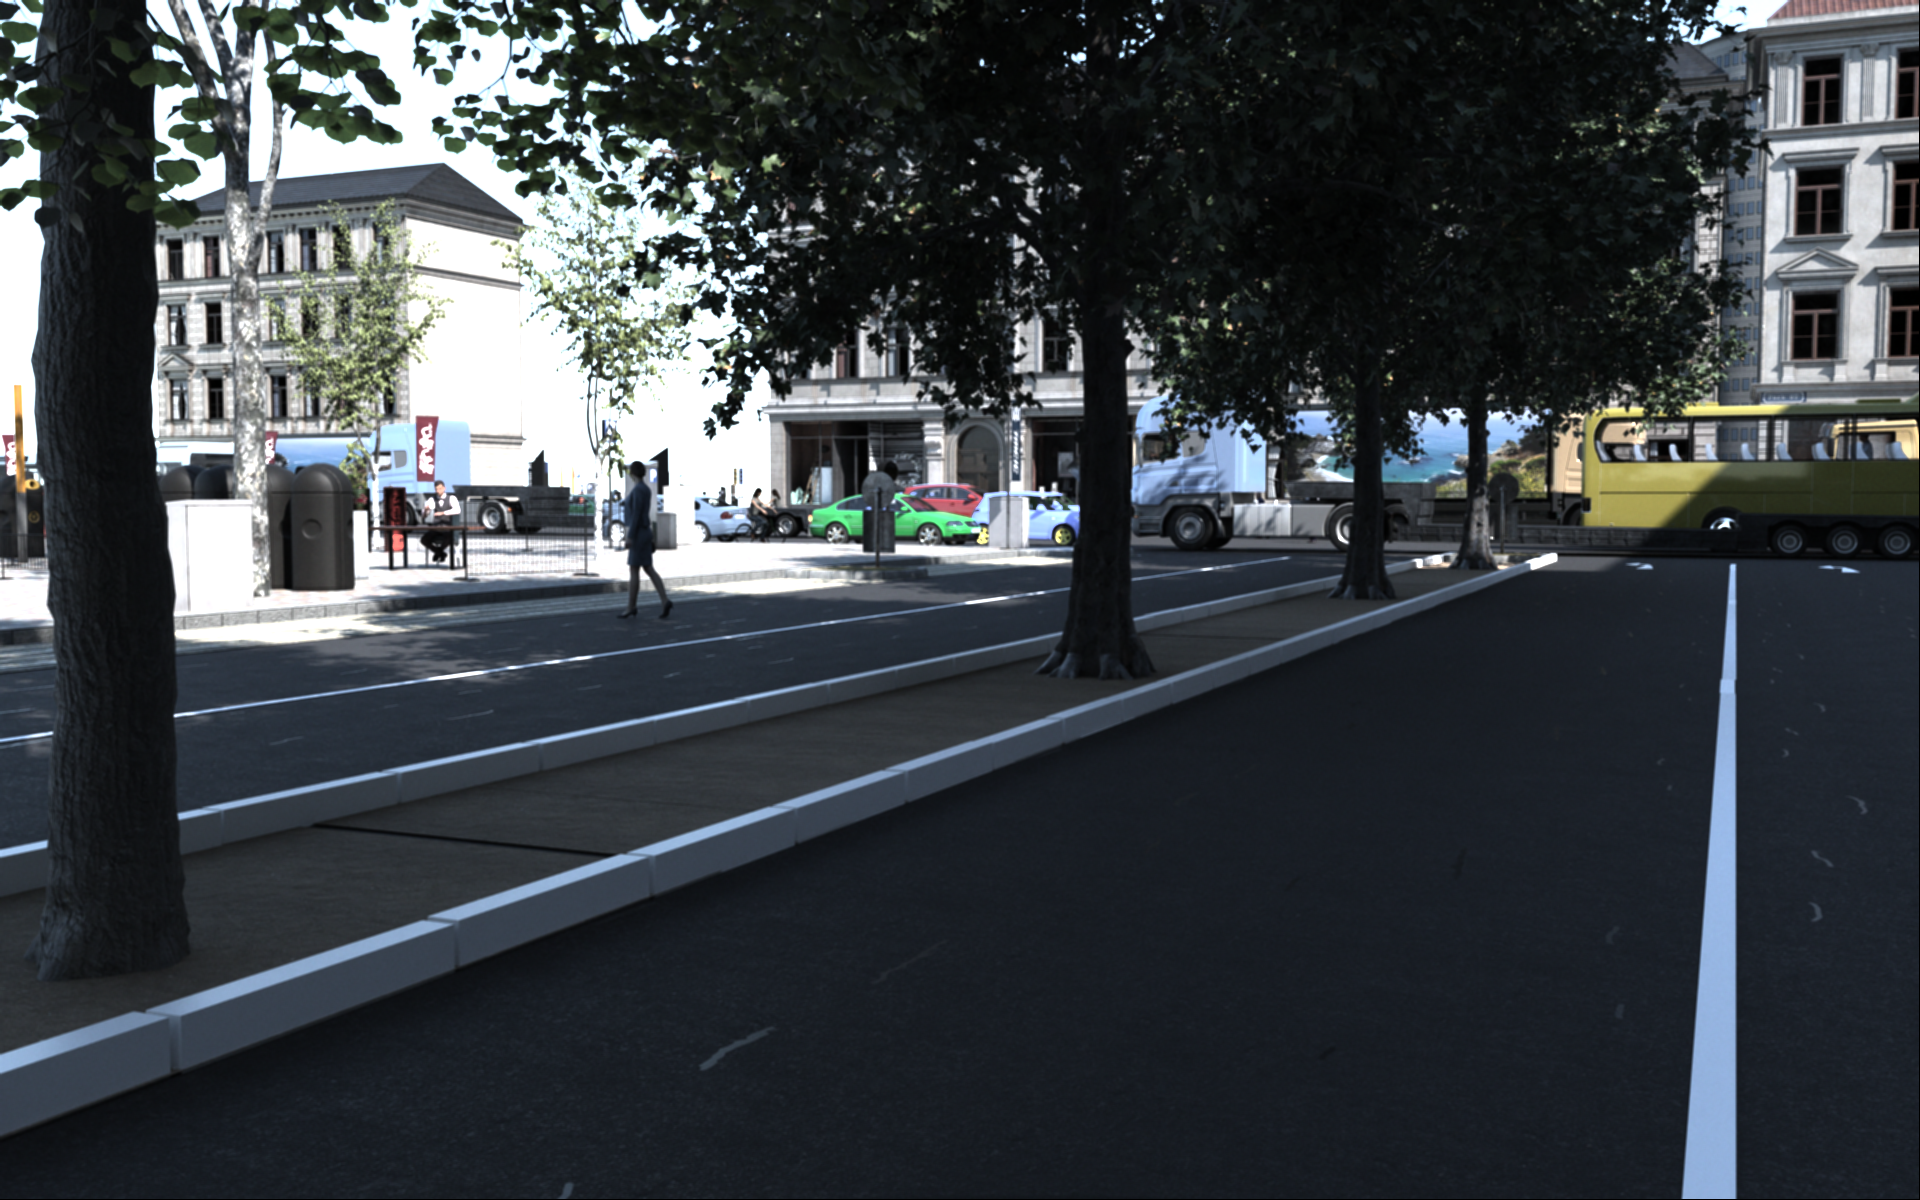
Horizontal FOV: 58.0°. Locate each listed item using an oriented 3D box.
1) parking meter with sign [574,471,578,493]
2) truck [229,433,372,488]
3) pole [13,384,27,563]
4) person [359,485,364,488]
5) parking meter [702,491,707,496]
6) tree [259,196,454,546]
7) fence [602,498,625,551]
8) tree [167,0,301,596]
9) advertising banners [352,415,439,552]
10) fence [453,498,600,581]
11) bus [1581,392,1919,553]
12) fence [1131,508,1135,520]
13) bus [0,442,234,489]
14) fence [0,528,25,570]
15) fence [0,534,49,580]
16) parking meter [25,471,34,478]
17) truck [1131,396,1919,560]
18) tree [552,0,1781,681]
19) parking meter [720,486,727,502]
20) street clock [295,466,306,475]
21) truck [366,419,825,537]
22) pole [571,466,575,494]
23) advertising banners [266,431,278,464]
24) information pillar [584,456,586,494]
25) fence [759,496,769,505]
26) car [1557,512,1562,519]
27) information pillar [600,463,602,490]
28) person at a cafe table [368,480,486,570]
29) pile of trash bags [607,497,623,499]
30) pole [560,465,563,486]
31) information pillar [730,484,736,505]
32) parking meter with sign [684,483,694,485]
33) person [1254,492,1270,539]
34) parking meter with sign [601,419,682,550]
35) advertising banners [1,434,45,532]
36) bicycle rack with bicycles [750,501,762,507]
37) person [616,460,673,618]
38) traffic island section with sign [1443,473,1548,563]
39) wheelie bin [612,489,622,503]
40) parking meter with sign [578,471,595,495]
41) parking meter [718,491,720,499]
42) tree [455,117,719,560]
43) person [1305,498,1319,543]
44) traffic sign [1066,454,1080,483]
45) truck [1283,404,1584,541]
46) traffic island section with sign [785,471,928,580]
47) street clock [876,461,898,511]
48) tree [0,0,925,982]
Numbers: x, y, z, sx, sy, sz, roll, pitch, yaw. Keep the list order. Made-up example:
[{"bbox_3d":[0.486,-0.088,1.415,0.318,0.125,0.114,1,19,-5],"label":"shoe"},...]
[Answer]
[{"bbox_3d":[-28.103,-8.170,129.836,0.543,3.016,1.738,2,4,28],"label":"parking meter with sign"},{"bbox_3d":[-31.651,-5.711,82.284,11.283,4.237,2.839,1,4,22],"label":"truck"},{"bbox_3d":[-17.467,-2.346,32.198,0.158,3.312,0.155,0,3,0],"label":"pole"},{"bbox_3d":[-26.400,-4.160,76.493,0.713,1.824,0.794,-1,4,-17],"label":"person"},{"bbox_3d":[-21.237,-8.283,143.843,0.372,1.533,0.369,0,3,0],"label":"parking meter"},{"bbox_3d":[-14.551,-5.616,42.190,4.737,8.622,4.395,0,3,0],"label":"tree"},{"bbox_3d":[-8.736,-1.707,39.106,2.264,1.192,0.480,0,4,-2],"label":"fence"},{"bbox_3d":[-10.070,-10.053,20.263,12.611,20.169,13.585,0,3,0],"label":"tree"},{"bbox_3d":[-12.519,-2.573,38.251,2.074,3.025,0.090,-2,4,-31],"label":"advertising banners"},{"bbox_3d":[-6.599,-0.930,26.416,0.480,1.192,2.264,3,5,44],"label":"fence"},{"bbox_3d":[21.500,-3.063,41.627,12.252,3.916,2.896,2,4,23],"label":"bus"},{"bbox_3d":[6.858,-3.520,72.927,2.069,0.683,0.278,3,5,42],"label":"fence"},{"bbox_3d":[-32.758,-4.304,65.232,13.247,3.499,2.948,2,4,25],"label":"bus"},{"bbox_3d":[-16.923,-0.892,29.953,0.278,0.683,2.069,0,4,0],"label":"fence"},{"bbox_3d":[-13.472,-0.627,25.632,2.069,0.683,0.278,1,4,23],"label":"fence"},{"bbox_3d":[-23.138,-2.282,43.015,0.255,1.863,0.399,-3,4,-38],"label":"parking meter"},{"bbox_3d":[12.718,-3.163,41.472,18.799,4.110,2.967,1,4,23],"label":"truck"},{"bbox_3d":[1.173,-5.751,13.499,9.611,12.733,9.660,0,3,0],"label":"tree"},{"bbox_3d":[-16.885,-7.211,123.607,0.399,1.863,0.255,1,4,16],"label":"parking meter"},{"bbox_3d":[-17.155,-2.489,45.257,0.358,2.002,0.471,0,4,2],"label":"street clock"},{"bbox_3d":[-13.154,-4.338,60.684,18.799,4.110,2.967,1,4,22],"label":"truck"},{"bbox_3d":[-28.161,-8.086,126.055,0.158,3.312,0.155,0,3,0],"label":"pole"},{"bbox_3d":[-19.544,-3.133,47.413,0.090,3.025,2.074,2,4,34],"label":"advertising banners"},{"bbox_3d":[-23.320,-7.114,107.673,0.183,3.616,0.504,-1,4,-9],"label":"information pillar"},{"bbox_3d":[-10.979,-5.265,97.279,0.480,1.192,2.264,-2,4,-35],"label":"fence"},{"bbox_3d":[21.349,-2.618,54.606,4.920,1.459,2.131,2,4,24],"label":"car"},{"bbox_3d":[-22.753,-7.224,109.462,0.183,3.616,0.504,-2,4,-31],"label":"information pillar"},{"bbox_3d":[-9.042,-1.299,29.759,1.698,1.524,1.622,0,4,1],"label":"person at a cafe table"},{"bbox_3d":[-22.298,-6.406,114.483,1.912,1.369,3.447,1,4,22],"label":"pile of trash bags"},{"bbox_3d":[-28.176,-7.871,122.538,0.158,3.312,0.155,0,3,0],"label":"pole"},{"bbox_3d":[-16.464,-7.418,125.782,0.304,2.012,0.304,2,4,27],"label":"information pillar"},{"bbox_3d":[-19.344,-7.789,123.608,1.738,3.016,0.543,2,4,27],"label":"parking meter with sign"},{"bbox_3d":[9.604,-2.714,55.573,0.574,1.496,0.600,-3,4,-39],"label":"person"},{"bbox_3d":[-7.402,-2.685,40.163,1.738,3.016,0.543,1,4,21],"label":"parking meter with sign"},{"bbox_3d":[-26.804,-3.328,50.604,2.074,3.025,0.090,-1,4,-21],"label":"advertising banners"},{"bbox_3d":[-14.295,-6.933,126.739,2.852,0.926,2.925,0,4,-7],"label":"bicycle rack with bicycles"},{"bbox_3d":[-3.657,-0.702,19.997,0.654,1.822,0.581,1,4,22],"label":"person"},{"bbox_3d":[11.445,-1.752,36.776,2.006,1.907,1.989,2,4,24],"label":"traffic island section with sign"},{"bbox_3d":[-20.688,-5.879,104.034,0.693,1.594,0.980,-2,4,-33],"label":"wheelie bin"},{"bbox_3d":[-22.656,-6.754,106.685,0.543,3.016,1.738,1,4,20],"label":"parking meter with sign"},{"bbox_3d":[-17.567,-7.256,127.050,0.372,1.533,0.369,0,3,0],"label":"parking meter"},{"bbox_3d":[-6.797,-5.085,33.505,4.737,8.622,4.395,0,3,0],"label":"tree"},{"bbox_3d":[10.386,-2.458,50.902,0.614,1.554,0.590,2,4,31],"label":"person"},{"bbox_3d":[2.832,-2.242,40.297,0.795,2.450,0.064,2,4,24],"label":"traffic sign"},{"bbox_3d":[15.742,-3.926,53.096,11.283,4.237,2.839,2,4,23],"label":"truck"},{"bbox_3d":[-1.641,-1.283,29.599,1.989,1.847,2.006,2,4,24],"label":"traffic island section with sign"},{"bbox_3d":[-1.607,-2.066,38.345,0.358,2.002,0.471,3,5,42],"label":"street clock"},{"bbox_3d":[-2.512,-5.184,5.335,7.486,12.596,7.792,0,3,0],"label":"tree"}]
